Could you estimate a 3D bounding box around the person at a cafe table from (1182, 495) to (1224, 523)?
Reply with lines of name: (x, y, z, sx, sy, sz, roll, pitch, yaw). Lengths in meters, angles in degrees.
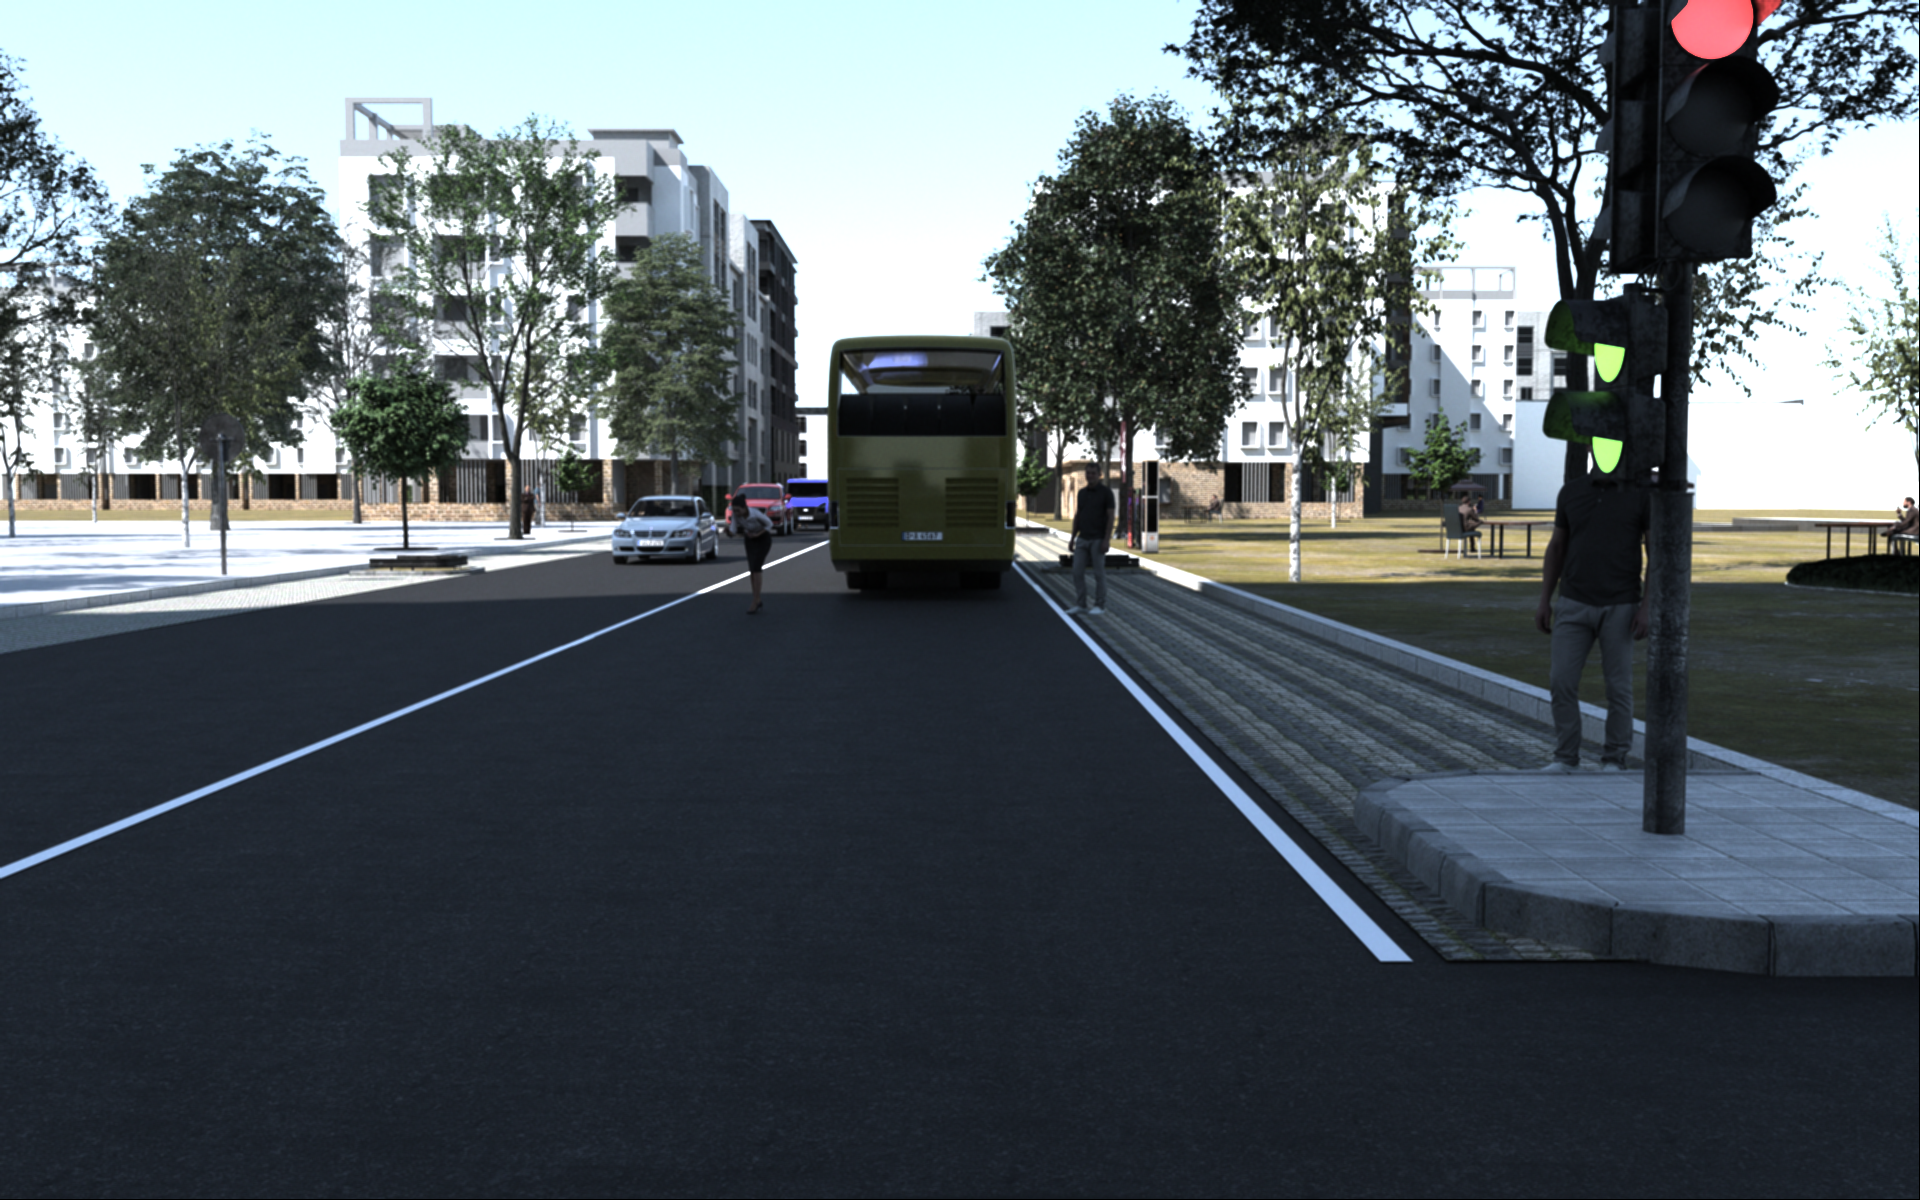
person at a cafe table: (10.790, -4.020, 76.581, 1.726, 1.238, 1.698, 1, 4, 16)

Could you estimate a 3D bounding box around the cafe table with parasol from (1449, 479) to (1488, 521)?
cafe table with parasol: (23.368, -4.596, 80.015, 2.610, 1.966, 2.610, -1, 4, -18)

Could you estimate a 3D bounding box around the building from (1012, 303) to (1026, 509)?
building: (12.604, -18.041, 151.394, 16.016, 20.091, 11.380, 0, 4, 0)

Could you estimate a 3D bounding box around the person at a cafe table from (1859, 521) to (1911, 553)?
person at a cafe table: (19.280, -1.600, 34.677, 1.698, 1.524, 1.622, -2, 4, -31)

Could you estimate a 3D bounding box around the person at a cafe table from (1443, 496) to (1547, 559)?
person at a cafe table: (10.488, -1.460, 34.726, 1.726, 1.238, 1.698, -2, 4, -25)

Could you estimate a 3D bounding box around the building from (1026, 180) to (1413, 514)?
building: (18.767, -17.459, 129.424, 27.936, 21.610, 32.646, 0, 4, 0)

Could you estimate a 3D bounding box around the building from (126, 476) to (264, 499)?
building: (-70.553, -13.961, 170.407, 28.070, 9.664, 9.099, 0, 4, 0)

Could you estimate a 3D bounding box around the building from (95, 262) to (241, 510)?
building: (-63.898, -17.845, 148.187, 11.380, 20.091, 16.016, 0, 4, 0)

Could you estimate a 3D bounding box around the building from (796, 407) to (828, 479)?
building: (-12.789, -14.018, 171.346, 28.070, 9.664, 9.099, 0, 4, 0)

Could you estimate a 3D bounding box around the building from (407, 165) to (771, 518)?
building: (-21.921, -14.837, 109.045, 16.747, 18.905, 31.486, 0, 4, 0)

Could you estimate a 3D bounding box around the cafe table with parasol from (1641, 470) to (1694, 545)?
cafe table with parasol: (17.560, -2.424, 44.504, 2.610, 1.966, 2.610, -2, 4, -29)

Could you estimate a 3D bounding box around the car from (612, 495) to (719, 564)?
car: (-6.231, -1.529, 36.996, 2.014, 1.417, 4.499, 0, 4, 0)

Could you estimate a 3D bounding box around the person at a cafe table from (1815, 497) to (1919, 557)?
person at a cafe table: (17.091, -1.303, 32.161, 1.698, 1.238, 1.726, -3, 5, -45)

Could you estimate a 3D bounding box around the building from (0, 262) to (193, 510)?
building: (-75.277, -17.835, 148.023, 11.380, 20.091, 16.016, 0, 4, 0)

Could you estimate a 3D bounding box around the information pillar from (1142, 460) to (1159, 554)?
information pillar: (4.104, -2.009, 37.340, 0.304, 2.012, 0.304, -1, 4, -10)

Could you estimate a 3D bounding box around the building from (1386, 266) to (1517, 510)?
building: (40.114, -17.963, 150.122, 11.380, 20.091, 16.016, 0, 4, 0)

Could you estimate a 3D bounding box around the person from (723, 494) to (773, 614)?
person: (-2.549, -0.555, 20.760, 0.628, 1.438, 0.799, -1, 4, -12)

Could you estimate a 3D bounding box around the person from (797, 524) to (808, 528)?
person: (-6.645, -3.825, 73.109, 0.516, 1.574, 0.319, -2, 4, -25)

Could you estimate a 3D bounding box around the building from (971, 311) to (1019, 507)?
building: (16.952, -18.924, 175.863, 31.486, 18.905, 16.747, 0, 4, 0)

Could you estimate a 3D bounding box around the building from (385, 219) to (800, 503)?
building: (-30.463, -18.286, 142.954, 32.646, 21.610, 27.936, 0, 4, 0)

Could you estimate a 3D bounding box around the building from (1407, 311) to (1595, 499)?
building: (48.441, -18.906, 175.566, 31.486, 18.905, 16.747, 0, 4, 0)

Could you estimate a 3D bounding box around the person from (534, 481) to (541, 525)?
person: (-17.569, -4.045, 72.303, 0.434, 1.807, 0.598, -1, 4, -11)

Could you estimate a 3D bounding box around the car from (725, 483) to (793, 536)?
car: (-6.936, -3.151, 60.192, 2.281, 1.827, 5.304, 0, 4, -1)

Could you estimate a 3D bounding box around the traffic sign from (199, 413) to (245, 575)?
traffic sign: (-11.675, -1.670, 27.403, 0.768, 2.556, 0.104, 0, 4, 7)

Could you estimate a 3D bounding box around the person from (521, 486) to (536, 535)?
person: (-13.685, -2.851, 54.927, 0.482, 1.546, 0.388, -1, 4, -17)

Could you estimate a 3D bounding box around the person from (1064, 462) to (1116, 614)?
person: (1.538, -0.731, 20.581, 0.434, 1.807, 0.598, -3, 4, -38)

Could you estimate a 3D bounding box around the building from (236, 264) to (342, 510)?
building: (-52.517, -17.841, 148.128, 11.380, 20.091, 16.016, 0, 4, 0)

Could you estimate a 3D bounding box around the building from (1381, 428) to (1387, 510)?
building: (28.742, -17.896, 149.012, 11.380, 20.091, 16.016, 0, 4, 0)

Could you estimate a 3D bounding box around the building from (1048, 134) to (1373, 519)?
building: (13.385, -14.632, 95.656, 16.016, 20.091, 11.380, 0, 4, 0)

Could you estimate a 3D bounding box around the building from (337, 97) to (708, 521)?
building: (-21.304, -14.138, 87.569, 16.016, 20.091, 11.380, 0, 4, 0)

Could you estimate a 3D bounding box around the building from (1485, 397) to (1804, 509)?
building: (60.206, -12.914, 153.296, 28.070, 9.664, 9.099, 0, 4, 0)
